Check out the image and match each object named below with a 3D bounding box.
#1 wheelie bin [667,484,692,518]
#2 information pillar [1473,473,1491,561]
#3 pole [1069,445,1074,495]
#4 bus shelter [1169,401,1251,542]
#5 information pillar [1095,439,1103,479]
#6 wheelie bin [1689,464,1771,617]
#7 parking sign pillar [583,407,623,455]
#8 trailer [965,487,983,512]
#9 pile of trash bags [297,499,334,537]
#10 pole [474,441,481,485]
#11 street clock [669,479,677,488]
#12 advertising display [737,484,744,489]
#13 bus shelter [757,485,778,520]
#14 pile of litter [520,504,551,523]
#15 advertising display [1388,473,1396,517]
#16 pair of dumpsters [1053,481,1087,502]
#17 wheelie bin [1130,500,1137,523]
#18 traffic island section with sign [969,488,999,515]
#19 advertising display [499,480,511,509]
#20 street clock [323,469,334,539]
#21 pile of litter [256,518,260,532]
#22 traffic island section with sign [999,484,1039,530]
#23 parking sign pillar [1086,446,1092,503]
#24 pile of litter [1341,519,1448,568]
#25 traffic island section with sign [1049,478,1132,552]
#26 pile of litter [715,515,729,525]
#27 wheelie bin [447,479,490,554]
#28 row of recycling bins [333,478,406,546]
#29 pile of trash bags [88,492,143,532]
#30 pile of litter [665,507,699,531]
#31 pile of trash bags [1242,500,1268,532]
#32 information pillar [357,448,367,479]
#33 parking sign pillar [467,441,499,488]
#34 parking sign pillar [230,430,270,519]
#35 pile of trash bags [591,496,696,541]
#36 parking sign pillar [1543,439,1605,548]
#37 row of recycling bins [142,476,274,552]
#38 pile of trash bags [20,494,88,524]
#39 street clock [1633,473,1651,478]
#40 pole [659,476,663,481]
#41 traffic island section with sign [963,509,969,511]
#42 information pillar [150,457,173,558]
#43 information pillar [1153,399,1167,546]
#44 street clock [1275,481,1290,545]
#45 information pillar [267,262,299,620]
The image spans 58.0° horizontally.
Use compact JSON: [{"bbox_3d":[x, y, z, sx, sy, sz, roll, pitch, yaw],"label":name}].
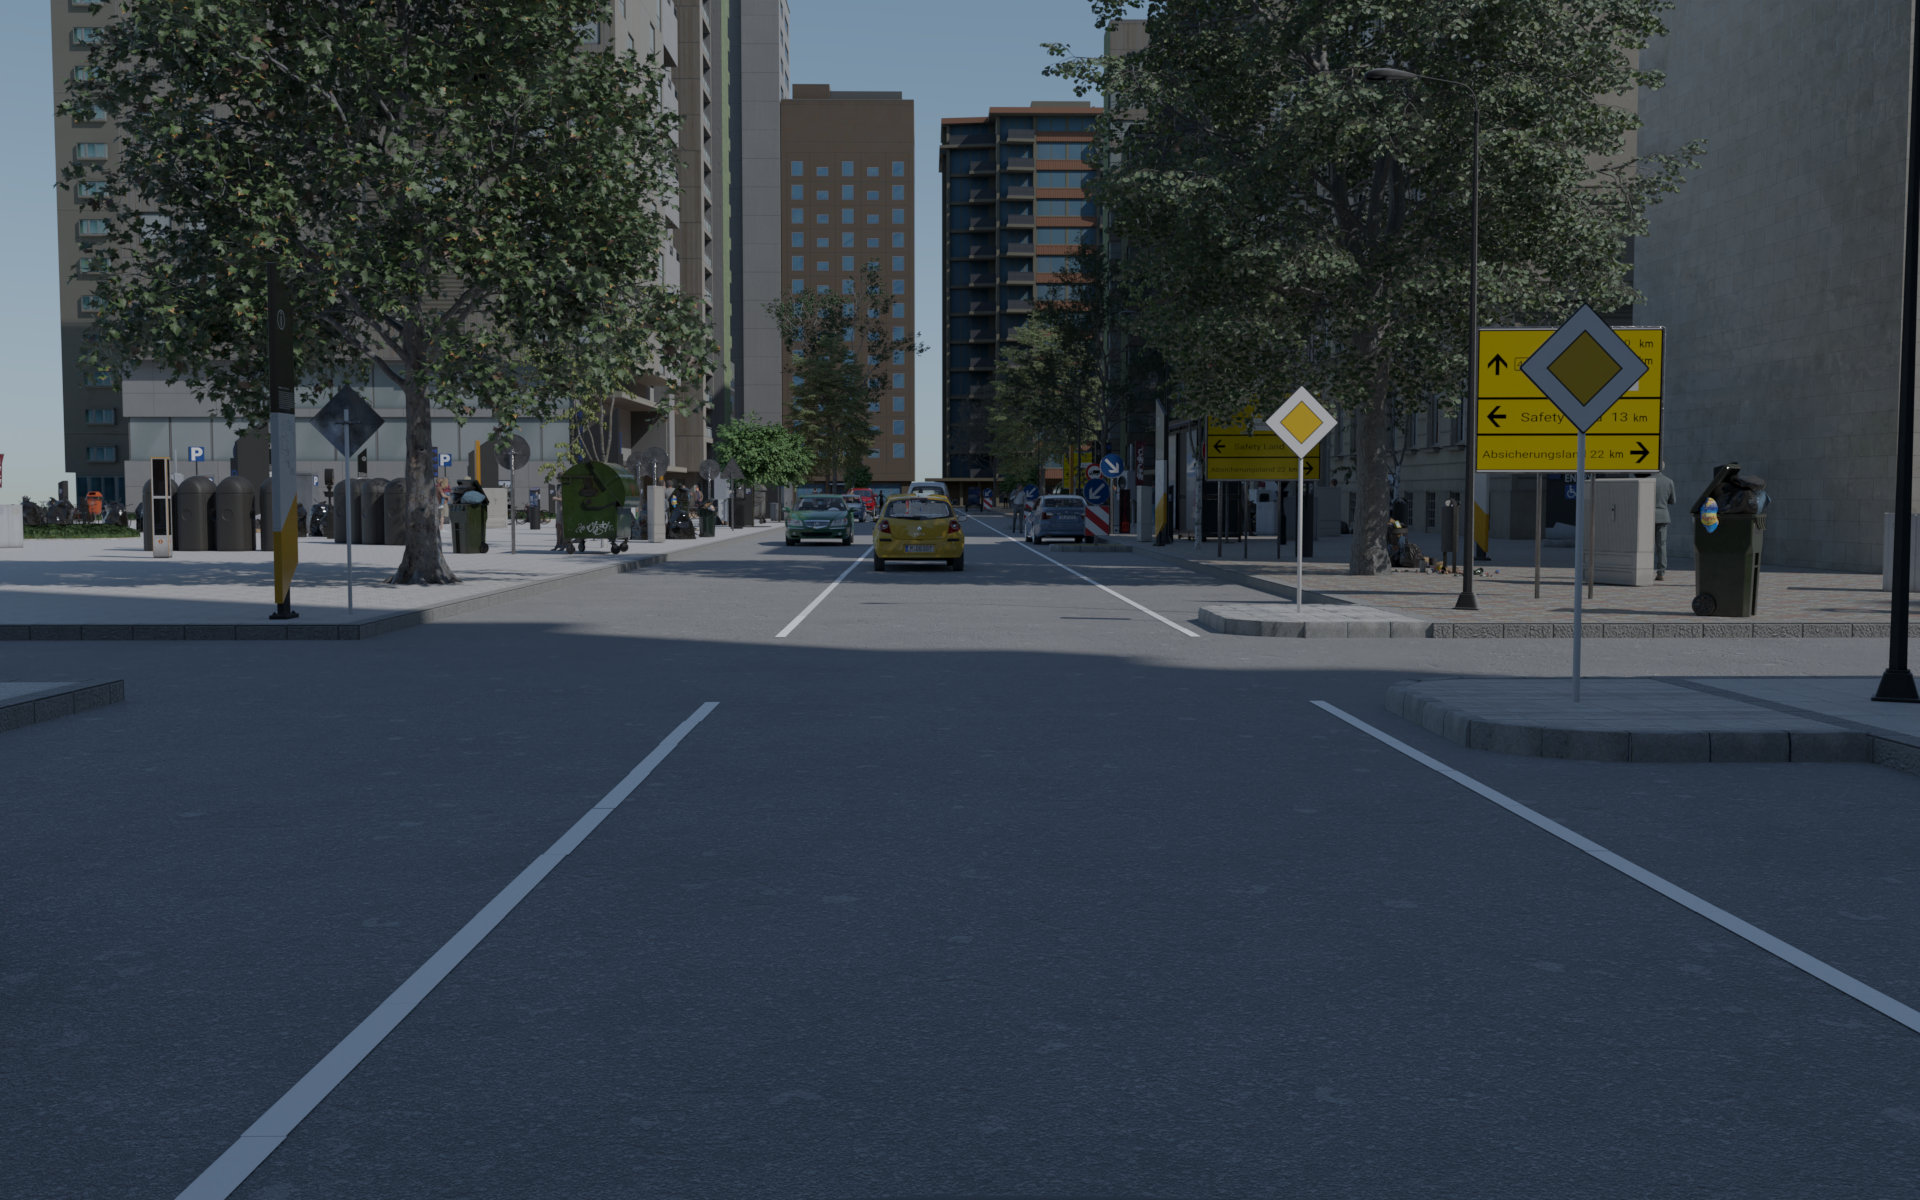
[{"bbox_3d":[-8.528,-2.739,52.692,0.693,1.594,0.980,0,4,-5],"label":"wheelie bin"},{"bbox_3d":[10.018,-2.572,33.399,0.183,3.616,0.504,-2,4,-31],"label":"information pillar"},{"bbox_3d":[4.642,-4.786,72.094,0.158,3.312,0.155,0,3,0],"label":"pole"},{"bbox_3d":[7.035,-4.425,49.973,2.179,5.291,8.768,0,4,-1],"label":"bus shelter"},{"bbox_3d":[5.977,-5.065,74.175,0.504,3.616,0.183,-2,4,-27],"label":"information pillar"},{"bbox_3d":[8.131,-0.634,18.280,0.693,1.594,0.980,2,4,35],"label":"wheelie bin"},{"bbox_3d":[-11.195,-4.012,54.076,1.447,3.967,1.447,1,4,10],"label":"parking sign pillar"},{"bbox_3d":[1.137,-8.179,140.777,1.471,1.999,3.904,0,4,0],"label":"trailer"},{"bbox_3d":[-20.186,-2.565,51.688,3.447,1.369,1.912,-1,4,-23],"label":"pile of trash bags"},{"bbox_3d":[-18.406,-4.420,66.103,0.158,3.312,0.155,0,3,0],"label":"pole"},{"bbox_3d":[-13.677,-4.754,82.298,0.471,2.002,0.358,2,4,32],"label":"street clock"},{"bbox_3d":[-10.742,-4.890,85.167,0.123,1.923,0.974,1,4,18],"label":"advertising display"},{"bbox_3d":[-9.449,-6.005,89.472,1.731,3.624,6.357,0,4,-1],"label":"bus shelter"},{"bbox_3d":[-19.099,-3.906,77.830,1.176,0.858,1.719,-3,4,-37],"label":"pile of litter"},{"bbox_3d":[12.858,-2.915,52.871,0.974,1.923,0.123,2,4,26],"label":"advertising display"},{"bbox_3d":[5.659,-5.233,88.061,1.574,2.255,4.437,0,4,-1],"label":"pair of dumpsters"},{"bbox_3d":[7.547,-4.170,76.085,0.980,1.594,0.693,3,5,43],"label":"wheelie bin"},{"bbox_3d":[1.803,-6.847,120.576,1.989,1.847,2.006,0,4,-1],"label":"traffic island section with sign"},{"bbox_3d":[-21.049,-4.552,79.634,0.974,1.923,0.123,0,4,1],"label":"advertising display"},{"bbox_3d":[-17.963,-2.740,49.368,0.358,2.002,0.471,-1,4,-15],"label":"street clock"},{"bbox_3d":[-23.217,-2.722,58.462,1.719,0.858,1.176,-2,4,-26],"label":"pile of litter"},{"bbox_3d":[2.736,-3.782,70.464,1.989,1.847,2.006,0,4,-1],"label":"traffic island section with sign"},{"bbox_3d":[6.801,-6.392,92.974,1.447,3.967,1.447,3,4,38],"label":"parking sign pillar"},{"bbox_3d":[7.799,-1.020,30.636,1.176,0.858,1.719,-2,4,-28],"label":"pile of litter"},{"bbox_3d":[3.254,-2.134,43.513,1.989,1.847,2.006,0,4,-1],"label":"traffic island section with sign"},{"bbox_3d":[-10.178,-3.510,71.360,1.176,0.858,1.719,-3,5,-44],"label":"pile of litter"},{"bbox_3d":[-10.579,-1.798,37.302,0.980,1.594,0.693,2,4,33],"label":"wheelie bin"},{"bbox_3d":[-14.971,-2.275,44.311,3.534,1.692,1.069,3,5,45],"label":"row of recycling bins"},{"bbox_3d":[-27.098,-2.964,58.208,3.447,1.369,1.912,-1,4,-16],"label":"pile of trash bags"},{"bbox_3d":[-9.940,-2.841,60.420,1.719,0.858,1.176,2,4,27],"label":"pile of litter"},{"bbox_3d":[8.831,-2.988,58.614,3.447,1.369,1.912,0,4,-3],"label":"pile of trash bags"},{"bbox_3d":[-30.203,-5.887,87.599,0.504,3.616,0.183,-3,5,-41],"label":"information pillar"},{"bbox_3d":[-21.350,-5.448,77.539,1.447,3.967,1.447,-2,4,-27],"label":"parking sign pillar"},{"bbox_3d":[-24.819,-4.409,60.558,1.447,3.967,1.447,2,4,30],"label":"parking sign pillar"},{"bbox_3d":[-9.195,-2.367,48.456,1.912,1.369,3.447,3,5,44],"label":"pile of trash bags"},{"bbox_3d":[14.913,-3.269,41.924,1.447,3.967,1.447,3,5,44],"label":"parking sign pillar"},{"bbox_3d":[-16.674,-1.951,39.011,3.534,1.692,1.069,0,4,3],"label":"row of recycling bins"},{"bbox_3d":[-36.378,-3.690,70.085,3.447,1.369,1.912,0,4,2],"label":"pile of trash bags"},{"bbox_3d":[12.928,-1.718,32.666,0.471,2.002,0.358,2,4,34],"label":"street clock"},{"bbox_3d":[-15.996,-6.046,92.697,0.158,3.312,0.155,0,3,0],"label":"pole"},{"bbox_3d":[1.288,-8.511,147.785,1.989,1.847,2.006,0,4,-1],"label":"traffic island section with sign"},{"bbox_3d":[-15.963,-1.843,34.627,0.304,2.012,0.304,-1,4,-11],"label":"information pillar"},{"bbox_3d":[4.931,-3.129,42.516,0.183,3.616,0.504,-1,4,-19],"label":"information pillar"},{"bbox_3d":[8.138,-2.396,43.752,0.471,2.002,0.358,-1,4,-10],"label":"street clock"},{"bbox_3d":[-6.968,-1.619,17.823,0.183,3.616,0.504,0,4,-1],"label":"information pillar"}]
